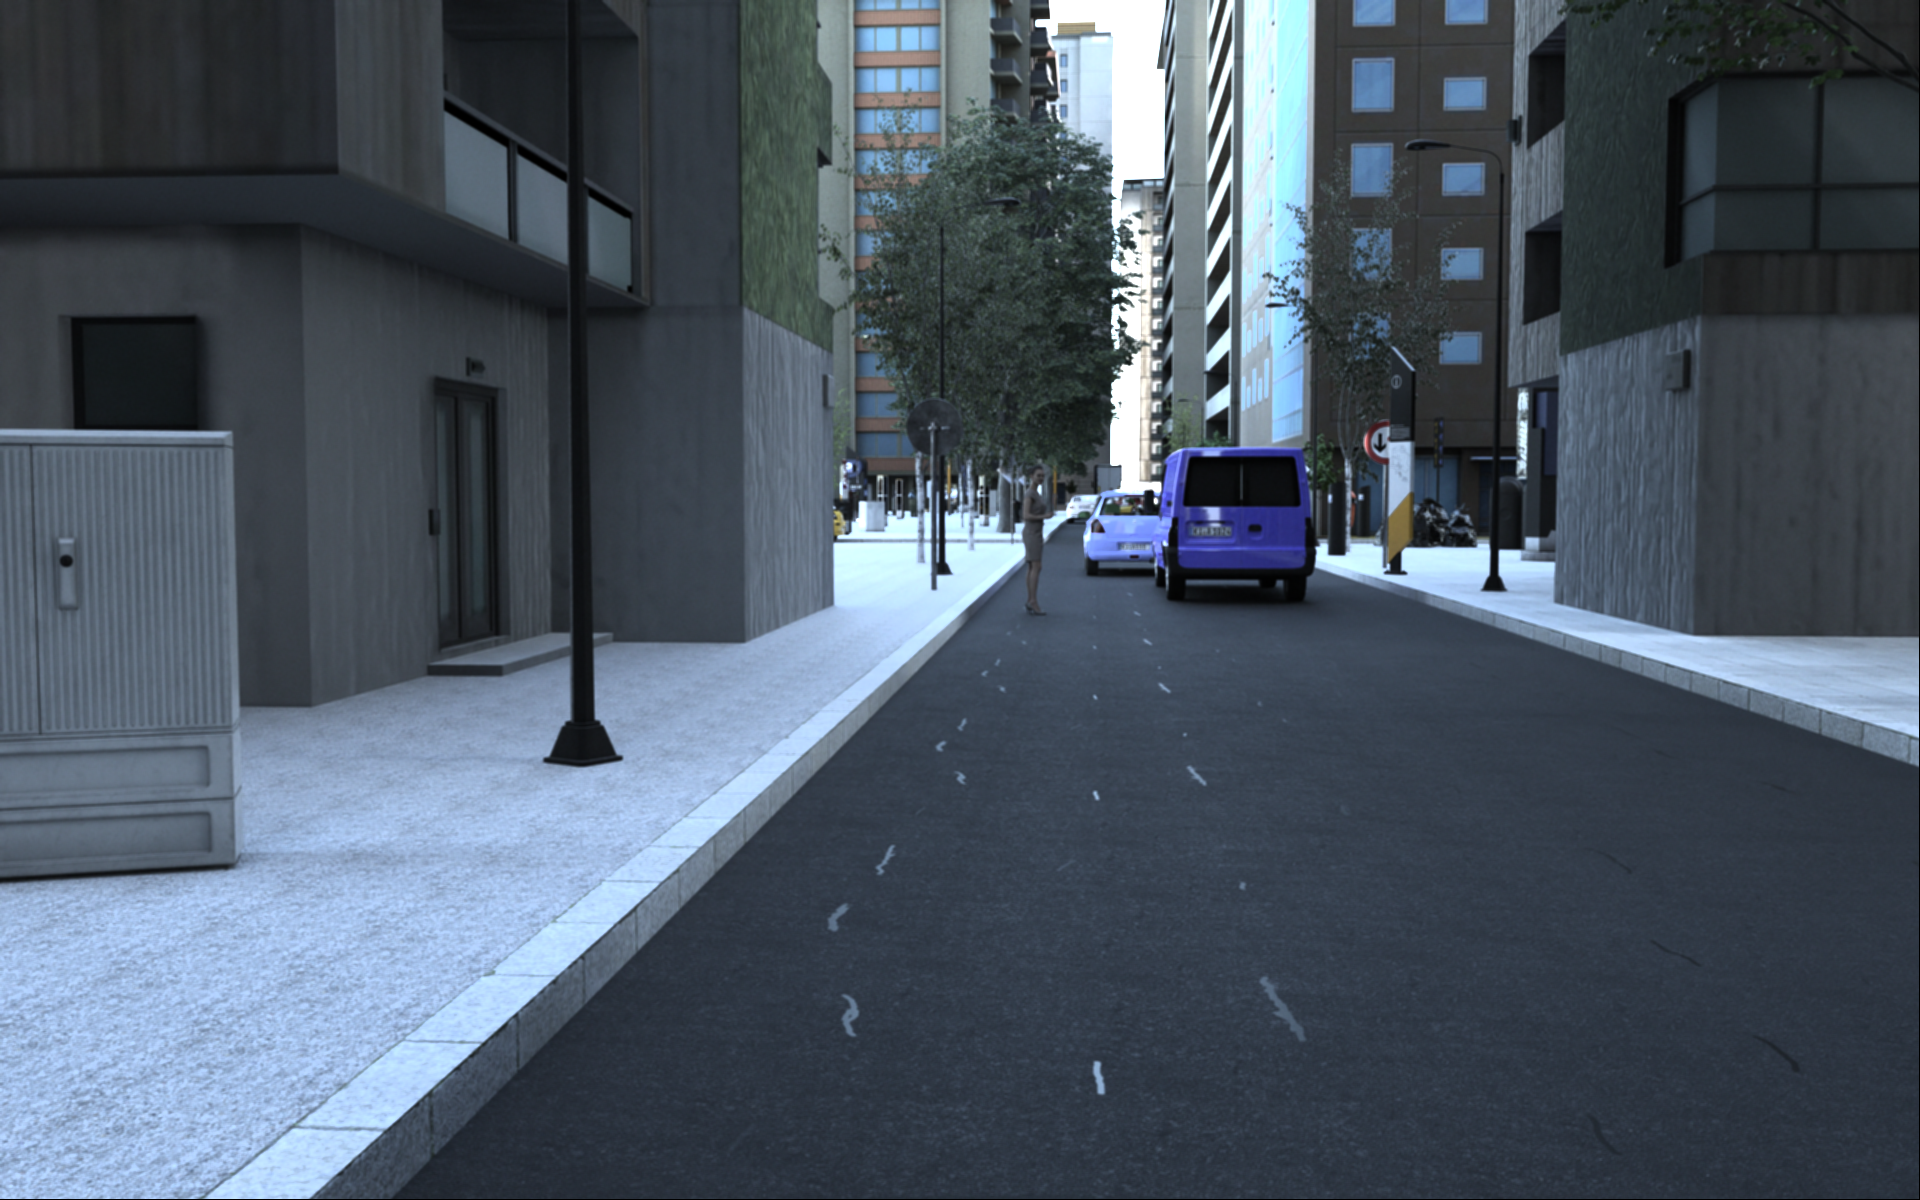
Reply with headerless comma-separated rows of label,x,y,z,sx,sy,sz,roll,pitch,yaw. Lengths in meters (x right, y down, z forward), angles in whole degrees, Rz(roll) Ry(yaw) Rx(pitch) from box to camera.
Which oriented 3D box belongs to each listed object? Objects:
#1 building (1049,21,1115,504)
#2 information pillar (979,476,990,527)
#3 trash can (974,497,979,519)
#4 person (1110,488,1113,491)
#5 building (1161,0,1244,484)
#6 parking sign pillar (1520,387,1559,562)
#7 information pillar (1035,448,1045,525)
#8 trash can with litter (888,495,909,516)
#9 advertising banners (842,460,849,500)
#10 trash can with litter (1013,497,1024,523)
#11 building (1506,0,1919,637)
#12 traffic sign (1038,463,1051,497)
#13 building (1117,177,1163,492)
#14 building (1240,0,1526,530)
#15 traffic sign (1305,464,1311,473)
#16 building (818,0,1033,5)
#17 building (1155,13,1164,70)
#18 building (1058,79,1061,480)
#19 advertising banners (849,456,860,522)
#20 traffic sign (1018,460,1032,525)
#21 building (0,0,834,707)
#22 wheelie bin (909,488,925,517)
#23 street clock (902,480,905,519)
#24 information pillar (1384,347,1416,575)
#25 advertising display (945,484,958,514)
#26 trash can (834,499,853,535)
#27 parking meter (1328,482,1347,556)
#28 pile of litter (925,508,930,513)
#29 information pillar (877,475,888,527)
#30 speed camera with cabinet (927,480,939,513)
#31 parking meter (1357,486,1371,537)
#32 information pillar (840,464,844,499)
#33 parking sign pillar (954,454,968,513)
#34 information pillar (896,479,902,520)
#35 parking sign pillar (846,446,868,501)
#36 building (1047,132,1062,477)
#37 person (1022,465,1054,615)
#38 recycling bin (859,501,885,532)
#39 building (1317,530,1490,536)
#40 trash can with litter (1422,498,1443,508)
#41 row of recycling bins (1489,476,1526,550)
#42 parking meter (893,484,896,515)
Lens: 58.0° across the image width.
building,5.274,-41.505,220.602,28.212,58.520,21.231,0,4,4
information pillar,0.965,-3.921,68.602,0.304,2.012,0.304,-3,5,-44
trash can,0.842,-4.847,90.899,0.748,1.137,0.748,0,3,0
person,9.204,-5.897,105.191,0.678,1.792,0.850,1,4,18
building,27.121,-31.367,136.556,21.300,48.544,21.600,0,4,4
parking sign pillar,11.549,-2.739,33.257,1.447,3.967,1.447,-1,4,-21
information pillar,3.310,-4.937,72.079,0.183,3.616,0.504,-3,4,-38
trash can with litter,-3.980,-5.519,101.298,2.233,1.210,1.678,3,5,41
advertising banners,-5.624,-5.694,89.286,0.090,3.025,2.074,1,4,22
trash can with litter,2.618,-3.945,75.891,1.055,1.170,0.624,-1,4,-14
building,14.162,-15.250,21.037,14.160,30.474,14.107,0,4,4
traffic sign,3.322,-4.314,70.643,0.768,2.556,0.104,1,4,9
building,26.888,-32.619,216.909,14.086,41.232,14.154,0,4,4
building,19.717,-25.928,74.037,14.600,45.320,14.200,0,4,4
traffic sign,8.234,-2.391,42.739,0.795,2.450,0.064,0,4,4
building,-3.730,-29.747,140.986,22.147,44.769,28.867,0,4,4
building,35.610,-36.422,184.740,28.713,52.752,27.495,0,4,4
building,-1.353,-31.523,170.022,22.147,44.769,28.867,0,4,4
advertising banners,-4.778,-5.078,79.207,0.090,3.025,2.074,0,4,3
traffic sign,1.924,-2.912,51.252,0.795,2.450,0.064,0,4,4
building,-8.977,-20.117,12.505,14.154,41.232,14.086,0,4,4
wheelie bin,-2.406,-5.333,95.097,0.980,1.594,0.693,-3,5,-44
street clock,-2.986,-5.209,89.733,0.358,2.002,0.471,0,4,3
information pillar,6.990,-2.208,27.452,0.183,3.616,0.504,-2,4,-30
advertising display,-0.565,-6.467,110.951,0.974,1.923,0.123,2,4,24
trash can,-3.693,-2.606,54.265,0.748,1.137,0.748,0,3,0
parking meter,7.888,-1.701,36.223,0.372,1.533,0.369,0,3,0
pile of litter,-2.008,-6.468,119.722,1.176,0.858,1.719,3,5,43
information pillar,-3.050,-3.908,68.391,0.304,2.012,0.304,3,5,39
speed camera with cabinet,-1.761,-7.428,115.787,0.660,3.252,2.038,1,4,10
parking meter,12.054,-2.648,51.700,0.372,1.533,0.369,0,3,0
information pillar,-8.332,-8.079,123.439,0.504,3.616,0.183,3,5,44
parking sign pillar,0.304,-7.936,118.231,1.447,3.967,1.447,2,4,26
information pillar,-3.038,-5.020,86.561,0.304,2.012,0.304,0,4,-3
parking sign pillar,-5.845,-6.639,97.021,1.447,3.967,1.447,2,4,27
building,4.331,-31.217,193.996,14.086,41.232,14.154,0,4,4
person,0.928,-0.731,20.786,0.374,1.781,0.599,1,4,15
recycling bin,-2.994,-2.840,58.984,0.722,1.027,0.722,-1,4,-21
building,18.204,-24.920,57.552,14.200,45.320,14.600,0,4,4
trash can with litter,13.793,-2.364,50.031,1.055,1.170,0.624,-2,4,-24
row of recycling bins,13.638,-1.965,39.239,1.069,1.692,3.534,-3,5,-43
parking meter,-3.791,-5.977,103.436,0.399,1.863,0.255,-1,4,-15
